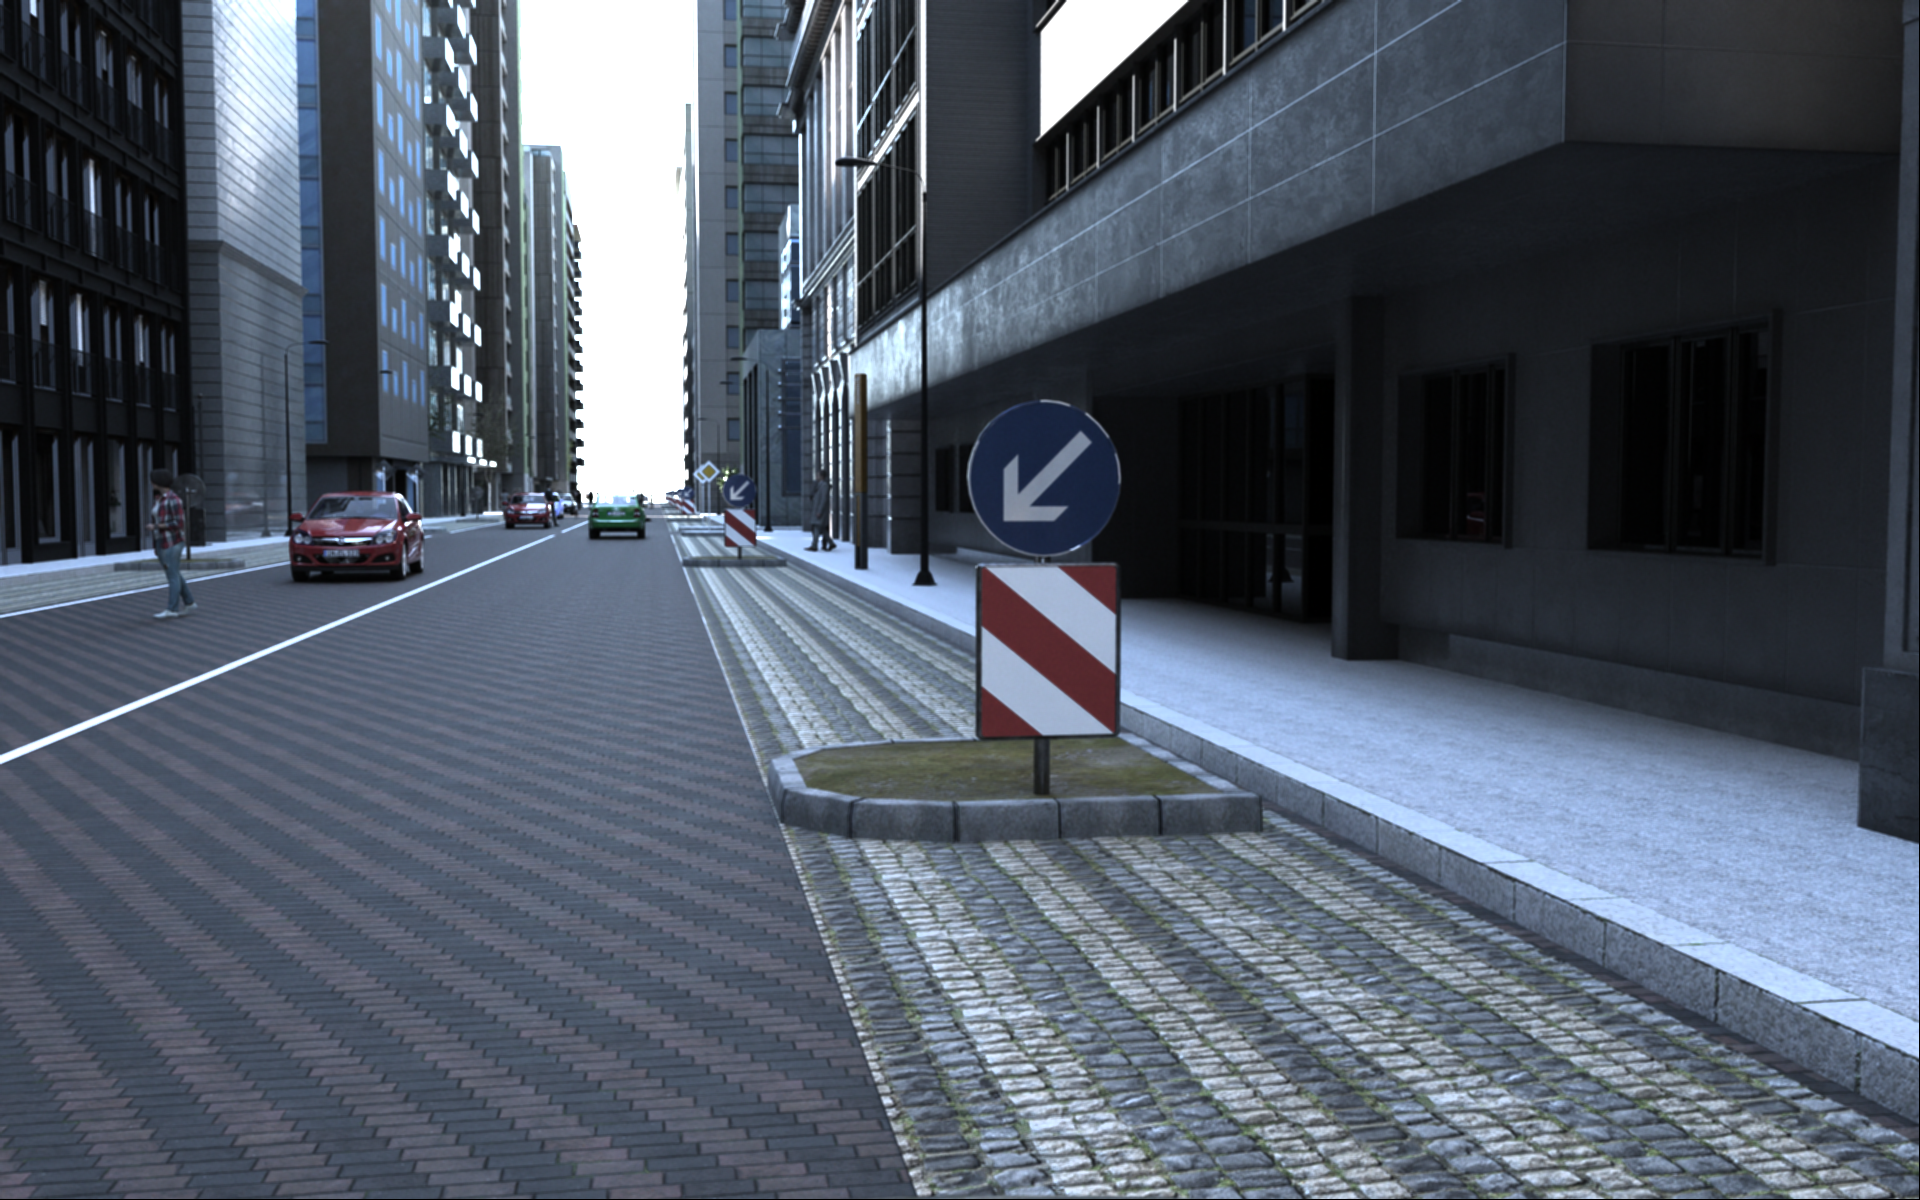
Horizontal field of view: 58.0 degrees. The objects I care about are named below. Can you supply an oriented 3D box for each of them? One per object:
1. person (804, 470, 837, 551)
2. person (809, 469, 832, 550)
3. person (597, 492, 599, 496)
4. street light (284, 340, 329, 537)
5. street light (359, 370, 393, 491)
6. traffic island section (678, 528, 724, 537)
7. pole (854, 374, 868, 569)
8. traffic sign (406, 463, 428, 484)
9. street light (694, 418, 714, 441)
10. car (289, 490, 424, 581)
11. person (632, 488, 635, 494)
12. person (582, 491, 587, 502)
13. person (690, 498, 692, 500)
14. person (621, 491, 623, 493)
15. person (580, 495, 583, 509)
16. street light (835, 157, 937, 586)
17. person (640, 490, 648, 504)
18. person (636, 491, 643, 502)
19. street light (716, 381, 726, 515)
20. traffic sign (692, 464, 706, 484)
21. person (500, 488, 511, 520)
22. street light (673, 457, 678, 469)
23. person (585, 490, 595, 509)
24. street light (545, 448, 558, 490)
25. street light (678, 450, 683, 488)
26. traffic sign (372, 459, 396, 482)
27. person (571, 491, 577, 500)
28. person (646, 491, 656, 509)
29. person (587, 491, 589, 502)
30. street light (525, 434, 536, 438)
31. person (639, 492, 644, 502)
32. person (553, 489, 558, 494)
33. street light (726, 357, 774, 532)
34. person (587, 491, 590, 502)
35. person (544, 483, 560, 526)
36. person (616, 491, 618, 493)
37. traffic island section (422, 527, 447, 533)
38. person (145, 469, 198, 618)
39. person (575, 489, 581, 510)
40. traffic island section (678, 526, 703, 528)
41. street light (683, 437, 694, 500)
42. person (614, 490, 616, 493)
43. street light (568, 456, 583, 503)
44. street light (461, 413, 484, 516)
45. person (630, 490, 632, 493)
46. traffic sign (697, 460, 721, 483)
[{"bbox_3d":[-3.138,-1.997,38.803,0.767,1.812,0.694,-1,4,-8],"label":"person"},{"bbox_3d":[-3.278,-2.079,39.843,0.447,1.846,0.655,3,5,45],"label":"person"},{"bbox_3d":[-48.986,-13.818,235.149,0.721,1.743,1.217,-2,4,-25],"label":"person"},{"bbox_3d":[-19.740,-4.880,52.328,1.470,5.913,1.316,-1,4,-10],"label":"street light"},{"bbox_3d":[-21.970,-5.655,64.996,1.470,5.913,1.316,-1,4,-10],"label":"street light"},{"bbox_3d":[-8.537,-2.266,59.326,2.009,0.180,2.903,-1,4,-10],"label":"traffic island section"},{"bbox_3d":[-1.684,-2.178,29.461,0.158,3.312,0.155,0,3,0],"label":"pole"},{"bbox_3d":[-20.477,-3.859,65.282,0.795,2.593,0.064,-1,4,-10],"label":"traffic sign"},{"bbox_3d":[-15.313,-8.162,105.997,1.470,5.913,1.316,-1,4,-10],"label":"street light"},{"bbox_3d":[-10.385,-1.281,29.977,2.155,1.783,4.494,-1,4,-11],"label":"car"},{"bbox_3d":[-22.110,-6.616,116.692,0.620,1.820,0.660,0,4,-1],"label":"person"},{"bbox_3d":[-62.617,-17.324,289.804,1.217,1.766,0.721,-1,4,-18],"label":"person"},{"bbox_3d":[-30.004,-11.350,193.082,0.593,1.643,0.415,0,4,0],"label":"person"},{"bbox_3d":[-43.995,-13.261,225.337,0.705,1.822,1.348,3,5,45],"label":"person"},{"bbox_3d":[-37.752,-9.934,171.836,0.530,1.710,0.541,-2,4,-32],"label":"person"},{"bbox_3d":[-1.032,-3.155,24.124,1.470,5.913,1.316,-1,4,-10],"label":"street light"},{"bbox_3d":[-34.741,-11.042,189.044,1.348,1.822,0.705,1,4,10],"label":"person"},{"bbox_3d":[-28.637,-8.838,153.796,1.217,1.735,0.721,2,4,32],"label":"person"},{"bbox_3d":[-9.185,-6.047,71.407,1.470,5.913,1.316,-1,4,-10],"label":"street light"},{"bbox_3d":[-9.940,-3.970,67.105,0.795,2.593,0.064,-1,4,-10],"label":"traffic sign"},{"bbox_3d":[-25.252,-5.368,96.623,0.716,1.782,0.532,0,4,7],"label":"person"},{"bbox_3d":[-36.857,-15.686,228.998,1.470,5.913,1.316,-1,4,-10],"label":"street light"},{"bbox_3d":[-34.606,-9.405,162.293,0.705,1.821,1.348,2,4,28],"label":"person"},{"bbox_3d":[-41.262,-12.381,174.966,1.470,5.913,1.316,-1,4,-10],"label":"street light"},{"bbox_3d":[-28.501,-12.758,181.136,1.470,5.913,1.316,-1,4,-10],"label":"street light"},{"bbox_3d":[-19.096,-3.378,57.417,0.795,2.593,0.064,-1,4,-10],"label":"traffic sign"},{"bbox_3d":[-38.605,-10.005,172.801,1.217,1.735,0.721,0,4,0],"label":"person"},{"bbox_3d":[-30.415,-9.874,170.663,1.217,1.735,0.721,1,4,22],"label":"person"},{"bbox_3d":[-63.039,-17.534,293.282,0.990,1.755,0.434,3,4,36],"label":"person"},{"bbox_3d":[-35.041,-10.259,140.281,1.470,5.913,1.316,-1,4,-10],"label":"street light"},{"bbox_3d":[-44.425,-14.227,241.849,0.721,1.736,1.217,1,4,21],"label":"person"},{"bbox_3d":[-29.742,-7.232,126.837,0.679,1.850,0.850,0,4,4],"label":"person"},{"bbox_3d":[-7.070,-5.275,58.780,1.470,5.913,1.316,-1,4,-10],"label":"street light"},{"bbox_3d":[-61.639,-17.259,288.210,0.705,1.826,1.348,2,4,27],"label":"person"},{"bbox_3d":[-18.186,-4.233,77.065,0.648,1.900,0.474,2,4,34],"label":"person"},{"bbox_3d":[-32.183,-9.391,162.747,1.217,1.736,0.721,-1,4,-11],"label":"person"},{"bbox_3d":[-20.499,-2.634,65.346,2.009,0.180,2.903,-1,4,-10],"label":"traffic island section"},{"bbox_3d":[-9.162,-0.661,20.138,0.643,1.720,0.563,-3,5,-42],"label":"person"},{"bbox_3d":[-33.931,-8.920,153.975,0.705,1.869,1.348,0,4,6],"label":"person"},{"bbox_3d":[-9.918,-2.747,67.191,2.009,0.180,2.903,-1,4,-10],"label":"traffic island section"},{"bbox_3d":[-22.476,-10.649,146.659,1.470,5.913,1.316,-1,4,-10],"label":"street light"},{"bbox_3d":[-37.280,-10.940,187.245,0.709,1.838,0.599,-1,4,-15],"label":"person"},{"bbox_3d":[-49.527,-15.267,222.159,1.470,5.913,1.316,-1,4,-10],"label":"street light"},{"bbox_3d":[-28.027,-7.763,99.467,1.470,5.913,1.316,-1,4,-10],"label":"street light"},{"bbox_3d":[-32.157,-9.833,169.254,1.348,1.826,0.705,2,4,24],"label":"person"},{"bbox_3d":[-8.559,-3.489,59.239,0.795,2.593,0.064,-1,4,-10],"label":"traffic sign"}]
